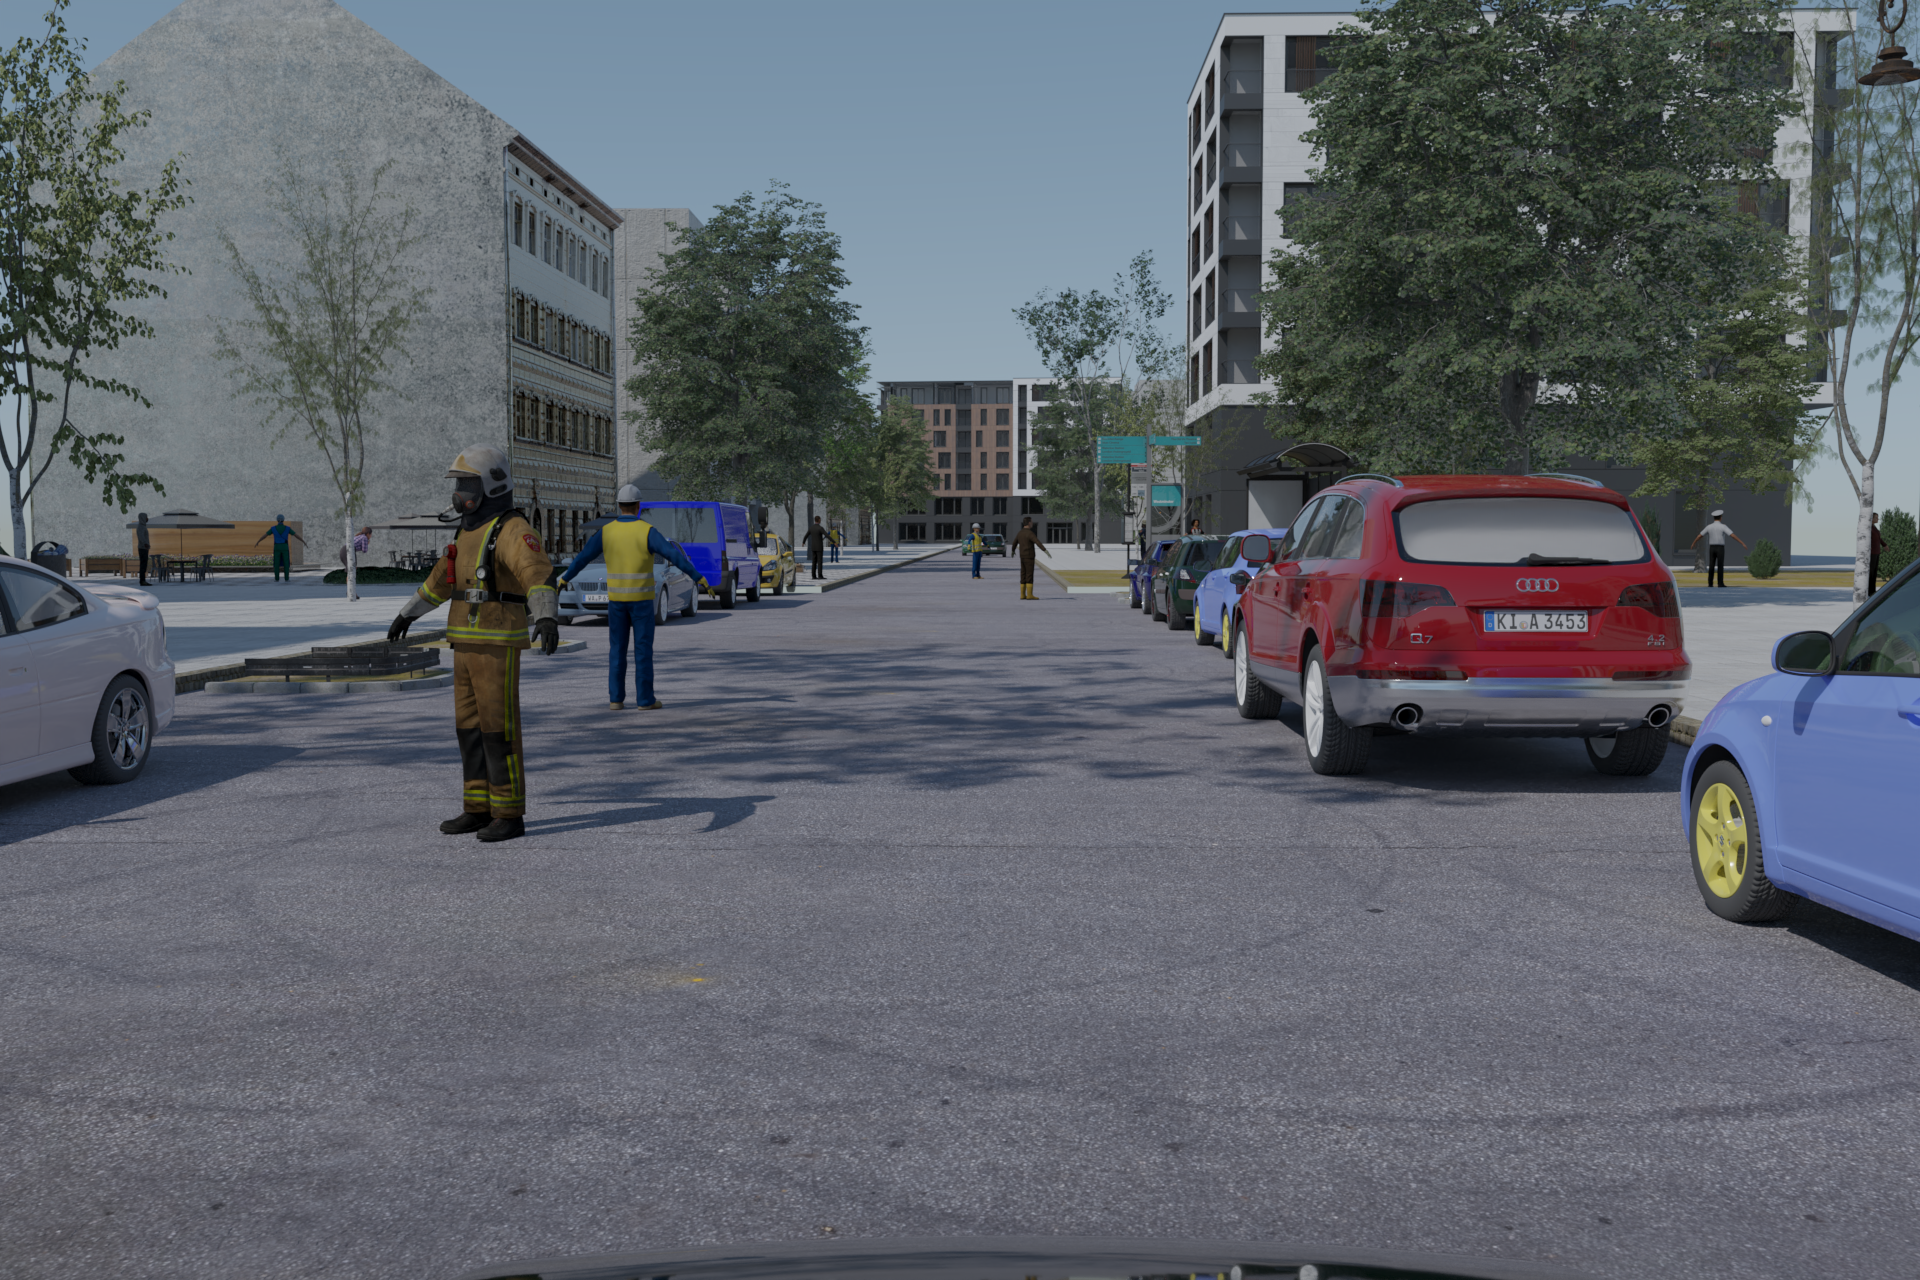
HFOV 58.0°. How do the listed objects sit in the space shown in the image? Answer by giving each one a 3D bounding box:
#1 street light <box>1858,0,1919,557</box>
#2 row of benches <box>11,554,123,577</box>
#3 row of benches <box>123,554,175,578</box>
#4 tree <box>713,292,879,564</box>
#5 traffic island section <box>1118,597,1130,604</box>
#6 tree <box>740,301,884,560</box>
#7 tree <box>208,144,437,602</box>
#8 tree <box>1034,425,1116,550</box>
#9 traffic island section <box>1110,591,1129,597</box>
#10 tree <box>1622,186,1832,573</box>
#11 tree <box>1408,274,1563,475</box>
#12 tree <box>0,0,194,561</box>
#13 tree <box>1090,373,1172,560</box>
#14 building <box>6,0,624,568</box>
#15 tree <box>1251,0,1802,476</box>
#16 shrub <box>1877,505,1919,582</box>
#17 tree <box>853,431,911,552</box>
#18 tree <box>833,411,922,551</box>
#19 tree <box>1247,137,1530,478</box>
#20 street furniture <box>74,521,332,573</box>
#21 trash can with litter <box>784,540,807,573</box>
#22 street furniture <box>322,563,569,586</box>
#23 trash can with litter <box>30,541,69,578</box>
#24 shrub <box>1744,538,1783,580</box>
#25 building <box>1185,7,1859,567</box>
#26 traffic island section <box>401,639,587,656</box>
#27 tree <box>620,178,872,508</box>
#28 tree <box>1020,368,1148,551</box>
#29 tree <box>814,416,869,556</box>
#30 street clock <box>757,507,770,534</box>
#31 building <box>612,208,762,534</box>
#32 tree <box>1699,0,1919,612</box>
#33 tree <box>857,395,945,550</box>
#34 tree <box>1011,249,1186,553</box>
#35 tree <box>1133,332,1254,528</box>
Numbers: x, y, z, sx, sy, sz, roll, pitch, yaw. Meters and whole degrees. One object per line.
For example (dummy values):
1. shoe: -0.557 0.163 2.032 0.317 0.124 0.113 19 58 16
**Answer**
1. street light: 7.195 -2.448 12.814 0.468 5.910 1.993 0 4 2
2. row of benches: -26.996 -2.205 51.519 4.104 0.672 1.422 -3 5 -43
3. row of benches: -24.396 -2.246 52.181 1.422 0.672 4.104 -1 4 -13
4. tree: -7.363 -9.108 74.668 9.928 11.665 9.643 0 3 0
5. traffic island section: 4.313 -0.815 36.191 1.991 0.108 1.994 0 4 2
6. tree: -7.718 -10.171 84.415 7.486 12.596 7.792 0 3 0
7. tree: -11.337 -5.036 32.700 4.360 8.622 3.978 0 3 0
8. tree: 9.560 -12.806 143.791 7.601 10.594 8.767 1 4 14
9. traffic island section: 4.461 -1.039 39.853 1.991 0.108 1.994 0 4 2
10. tree: 24.834 -8.497 57.053 7.486 12.596 7.792 0 3 0
11. tree: 13.205 -5.850 46.016 4.360 8.622 3.978 0 3 0
12. tree: -11.220 -4.289 20.486 4.737 8.622 4.395 0 3 0
13. tree: 8.020 -7.839 78.524 4.737 8.622 4.395 0 3 0
14. building: -26.068 -14.897 74.496 19.493 23.208 18.063 0 4 1
15. tree: 9.957 -7.615 31.154 9.857 13.997 8.962 0 3 0
16. shrub: 25.185 -2.607 46.671 1.661 2.075 1.752 0 3 0
17. tree: -5.866 -10.439 121.040 4.737 8.622 4.395 0 3 0
18. tree: -6.474 -11.957 129.909 7.601 10.594 8.767 -3 5 -41
19. tree: 13.212 -8.991 53.664 9.857 13.997 8.962 0 3 0
20. street furniture: -26.827 -3.209 59.326 9.812 1.723 11.010 -1 4 -9
21. trash can with litter: -5.622 -2.835 57.740 1.055 1.170 0.624 0 4 2
22. street furniture: -11.507 -1.877 46.314 10.072 0.657 5.734 -1 4 -9
23. trash can with litter: -8.804 -0.385 17.358 1.678 1.210 2.233 0 4 1
24. shrub: 22.688 -2.311 48.896 1.383 1.207 1.383 0 3 0
25. building: 24.721 -14.694 84.220 27.936 21.610 32.646 0 4 2
26. traffic island section: -5.694 0.096 21.293 1.991 0.108 1.994 0 4 2
27. tree: -8.136 -9.581 63.306 9.857 13.997 8.962 0 3 0
28. tree: 9.705 -13.748 131.436 9.857 13.997 8.962 0 3 0
29. tree: -6.771 -9.252 101.625 4.360 8.622 3.978 0 3 0
30. street clock: -5.197 -2.520 45.772 0.358 2.002 0.471 0 4 1
31. building: -22.927 -14.903 110.117 16.747 18.905 31.486 0 4 1
32. tree: 9.469 -4.154 18.279 4.360 8.622 3.978 0 3 0
33. tree: -5.026 -13.616 140.755 7.486 12.596 7.792 0 3 0
34. tree: 10.043 -15.905 115.940 12.611 20.169 13.585 0 3 0
35. tree: 7.954 -6.907 63.293 4.360 8.622 3.978 0 3 0
